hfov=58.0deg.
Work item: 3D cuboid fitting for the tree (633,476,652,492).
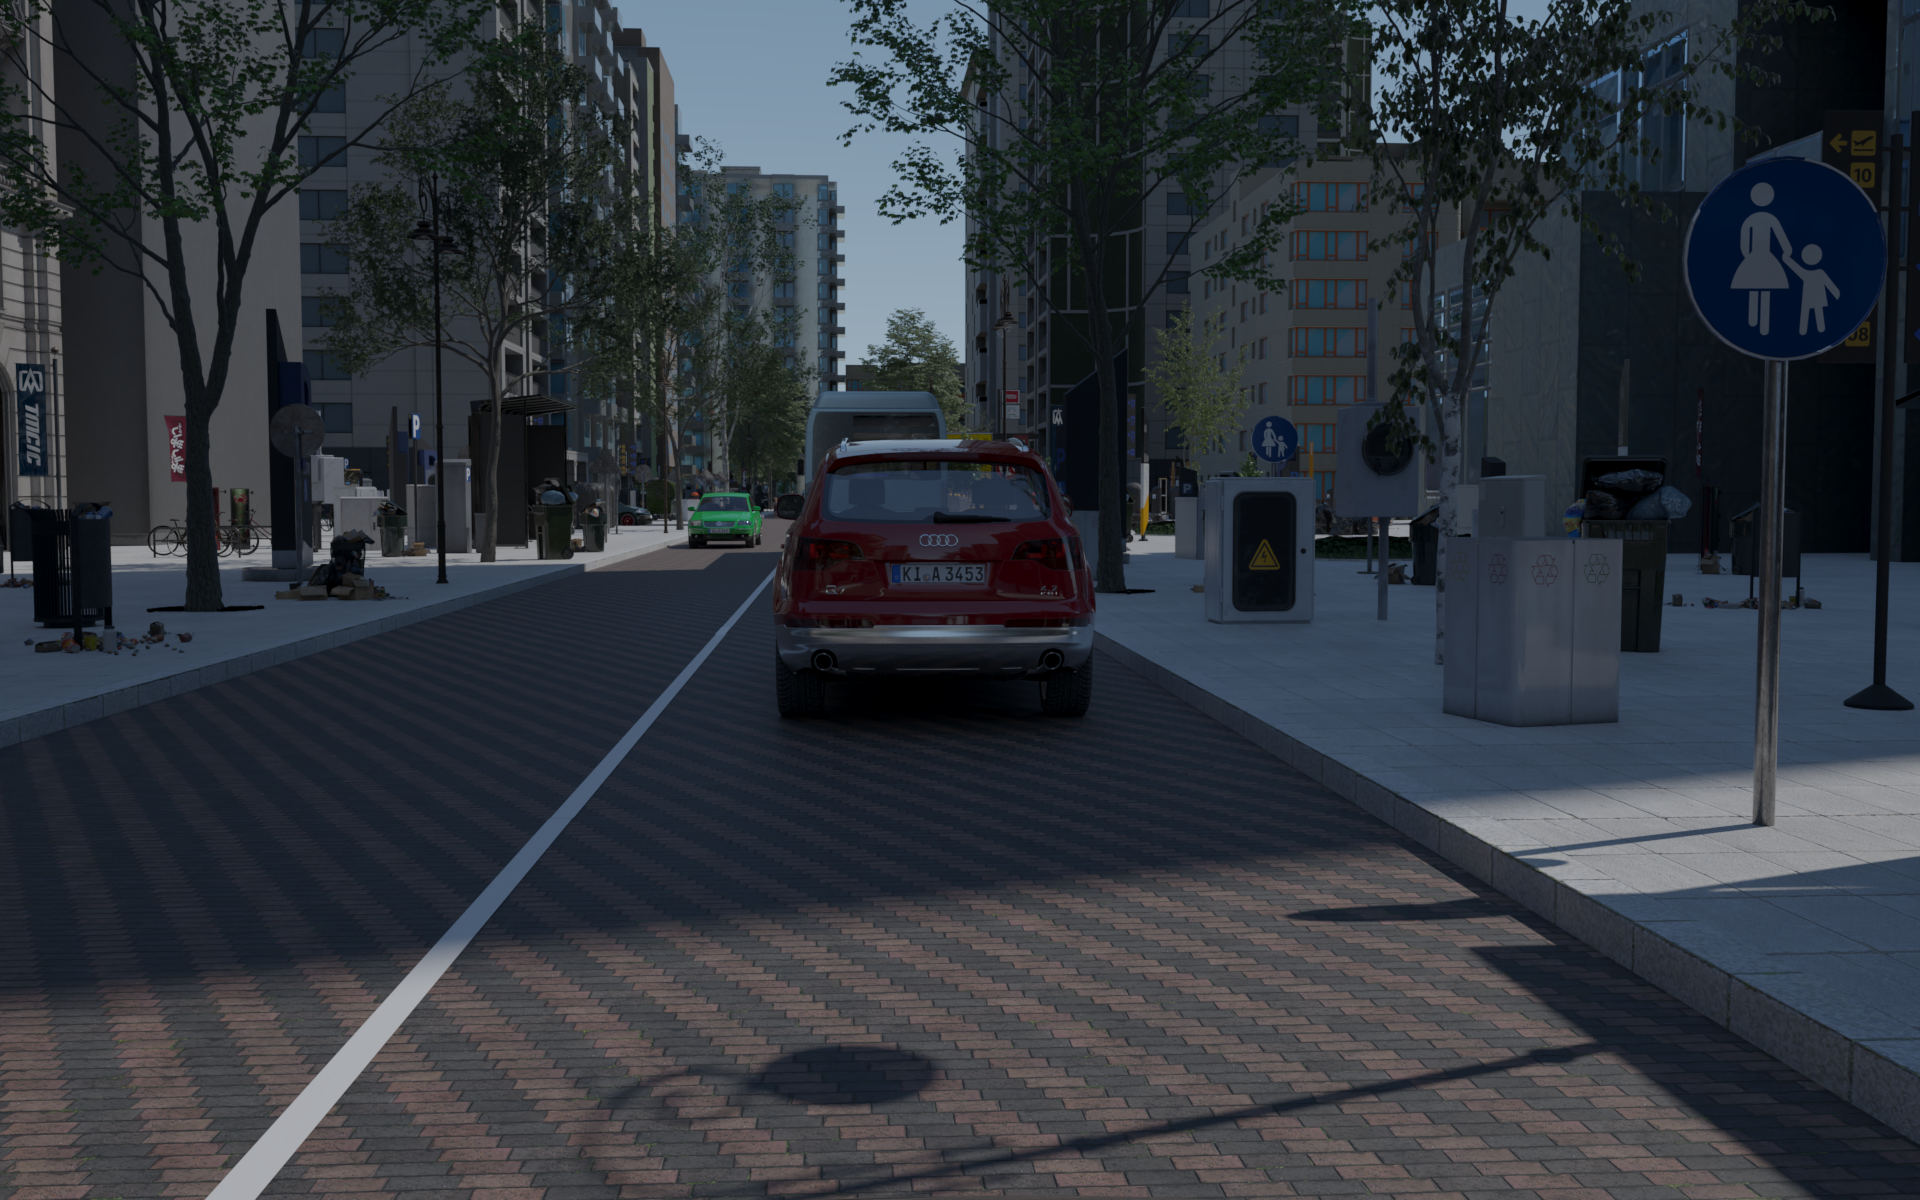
[{"bbox_3d":[-23.981,-8.416,132.206,1.663,3.219,1.824,0,3,0],"label":"tree"}]

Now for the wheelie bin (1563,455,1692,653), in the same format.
[{"bbox_3d":[5.473,-0.386,14.216,0.980,1.594,0.693,1,4,14],"label":"wheelie bin"}]

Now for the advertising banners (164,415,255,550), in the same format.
[{"bbox_3d":[-16.974,-2.630,39.185,0.090,3.025,2.074,3,4,37],"label":"advertising banners"}]

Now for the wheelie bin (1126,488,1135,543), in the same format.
[{"bbox_3d":[4.169,-2.304,45.584,0.693,1.594,0.980,-2,4,-27],"label":"wheelie bin"}]

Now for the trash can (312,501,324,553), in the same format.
[{"bbox_3d":[-14.324,-1.610,37.976,0.748,1.137,0.748,0,3,0],"label":"trash can"}]

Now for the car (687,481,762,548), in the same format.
[{"bbox_3d":[-6.401,-2.359,47.365,1.959,1.807,4.718,0,4,-3],"label":"car"}]

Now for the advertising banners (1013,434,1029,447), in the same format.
[{"bbox_3d":[2.429,-3.312,50.347,2.074,3.025,0.090,2,4,33],"label":"advertising banners"}]

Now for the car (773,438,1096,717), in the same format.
[{"bbox_3d":[-0.240,-0.246,12.693,2.281,1.827,5.304,0,4,-3],"label":"car"}]

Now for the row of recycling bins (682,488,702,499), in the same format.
[{"bbox_3d":[-18.965,-7.075,122.786,1.069,1.692,3.534,1,4,13],"label":"row of recycling bins"}]

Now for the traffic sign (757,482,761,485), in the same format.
[{"bbox_3d":[-16.280,-8.486,139.928,0.795,2.450,0.064,0,4,2],"label":"traffic sign"}]

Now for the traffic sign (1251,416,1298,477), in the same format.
[{"bbox_3d":[5.110,-1.720,28.227,0.768,2.556,0.104,0,4,1],"label":"traffic sign"}]

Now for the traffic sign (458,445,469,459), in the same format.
[{"bbox_3d":[-12.388,-2.687,44.038,0.768,2.556,0.104,0,4,3],"label":"traffic sign"}]

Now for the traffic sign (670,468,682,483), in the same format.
[{"bbox_3d":[-14.334,-5.292,86.525,0.884,2.594,0.081,0,4,-3],"label":"traffic sign"}]

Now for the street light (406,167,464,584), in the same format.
[{"bbox_3d":[-7.430,-3.174,24.683,0.468,5.910,1.993,0,4,-4],"label":"street light"}]

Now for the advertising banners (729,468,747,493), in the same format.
[{"bbox_3d":[-14.700,-7.207,114.019,0.090,3.025,2.074,2,4,35],"label":"advertising banners"}]

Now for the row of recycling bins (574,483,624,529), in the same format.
[{"bbox_3d":[-13.570,-3.512,64.531,1.069,1.692,3.534,0,4,2],"label":"row of recycling bins"}]

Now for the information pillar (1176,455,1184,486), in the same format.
[{"bbox_3d":[13.257,-6.922,104.527,0.504,3.616,0.183,1,4,9],"label":"information pillar"}]

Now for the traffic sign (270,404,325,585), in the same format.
[{"bbox_3d":[-9.345,-1.489,24.449,0.768,2.556,0.104,0,4,-2],"label":"traffic sign"}]

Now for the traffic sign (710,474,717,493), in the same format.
[{"bbox_3d":[-15.415,-6.642,108.694,0.768,2.556,0.104,0,4,3],"label":"traffic sign"}]

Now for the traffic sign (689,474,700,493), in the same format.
[{"bbox_3d":[-17.022,-6.807,111.395,0.768,2.556,0.104,0,4,2],"label":"traffic sign"}]

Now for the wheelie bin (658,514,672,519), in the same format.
[{"bbox_3d":[-15.063,-4.940,88.683,0.980,1.594,0.693,1,4,23],"label":"wheelie bin"}]

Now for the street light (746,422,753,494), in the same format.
[{"bbox_3d":[-13.156,-8.281,108.174,0.468,5.910,1.993,0,4,-4],"label":"street light"}]

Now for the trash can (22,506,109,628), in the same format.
[{"bbox_3d":[-8.615,-0.310,16.724,0.748,1.137,0.748,0,3,0],"label":"trash can"}]

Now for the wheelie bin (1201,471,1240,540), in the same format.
[{"bbox_3d":[3.724,-0.984,23.989,0.693,1.594,0.980,-1,4,-11],"label":"wheelie bin"}]

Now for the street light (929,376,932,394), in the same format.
[{"bbox_3d":[-1.143,-5.827,68.065,0.468,5.910,1.993,0,4,-4],"label":"street light"}]

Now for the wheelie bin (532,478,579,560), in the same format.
[{"bbox_3d":[-7.965,-1.591,33.928,0.693,1.594,0.980,-3,4,-36],"label":"wheelie bin"}]

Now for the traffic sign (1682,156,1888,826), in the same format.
[{"bbox_3d":[3.121,-0.400,6.648,0.768,2.556,0.104,0,4,1],"label":"traffic sign"}]

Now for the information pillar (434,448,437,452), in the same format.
[{"bbox_3d":[-24.594,-5.514,81.508,0.504,3.616,0.183,2,4,26],"label":"information pillar"}]

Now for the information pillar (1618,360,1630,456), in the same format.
[{"bbox_3d":[11.662,-2.393,30.476,0.183,3.616,0.504,1,4,12],"label":"information pillar"}]

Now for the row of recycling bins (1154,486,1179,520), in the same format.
[{"bbox_3d":[10.558,-4.933,87.770,3.534,1.692,1.069,1,4,10],"label":"row of recycling bins"}]

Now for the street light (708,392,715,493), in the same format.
[{"bbox_3d":[-10.995,-6.353,76.664,0.468,5.910,1.993,0,4,-4],"label":"street light"}]

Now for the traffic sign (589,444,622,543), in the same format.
[{"bbox_3d":[-9.279,-2.772,45.334,0.884,2.594,0.081,0,4,1],"label":"traffic sign"}]

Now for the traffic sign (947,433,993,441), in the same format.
[{"bbox_3d":[-0.038,-3.888,57.443,2.265,3.308,0.079,0,4,5],"label":"traffic sign"}]

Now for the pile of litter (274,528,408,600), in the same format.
[{"bbox_3d":[-7.605,-0.443,21.209,1.719,0.858,1.176,2,4,31],"label":"pile of litter"}]

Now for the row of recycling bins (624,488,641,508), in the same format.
[{"bbox_3d":[-22.426,-6.749,117.456,1.069,1.692,3.534,-1,4,-22],"label":"row of recycling bins"}]

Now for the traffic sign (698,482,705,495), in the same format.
[{"bbox_3d":[-15.830,-6.544,107.100,0.768,2.556,0.104,0,4,-1],"label":"traffic sign"}]

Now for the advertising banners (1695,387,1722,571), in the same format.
[{"bbox_3d":[12.577,-2.016,29.151,0.090,3.025,2.074,2,4,34],"label":"advertising banners"}]

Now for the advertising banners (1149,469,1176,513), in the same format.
[{"bbox_3d":[13.769,-7.437,117.785,2.074,3.025,0.090,1,4,22],"label":"advertising banners"}]

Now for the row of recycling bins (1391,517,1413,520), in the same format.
[{"bbox_3d":[21.119,-4.741,84.628,3.534,1.692,1.069,-3,5,-40],"label":"row of recycling bins"}]

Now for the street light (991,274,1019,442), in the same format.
[{"bbox_3d":[0.939,-3.900,36.549,0.468,5.910,1.993,0,4,-4],"label":"street light"}]

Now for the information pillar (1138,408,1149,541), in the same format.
[{"bbox_3d":[5.027,-3.412,47.144,0.183,3.616,0.504,1,4,23],"label":"information pillar"}]

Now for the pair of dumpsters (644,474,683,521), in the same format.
[{"bbox_3d":[-14.311,-4.951,83.444,1.574,2.255,4.437,0,4,-4],"label":"pair of dumpsters"}]

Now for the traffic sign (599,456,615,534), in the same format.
[{"bbox_3d":[-11.377,-3.419,56.004,0.768,2.556,0.104,0,4,-4],"label":"traffic sign"}]

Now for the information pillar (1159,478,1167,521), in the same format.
[{"bbox_3d":[9.419,-4.650,80.512,0.304,2.012,0.304,-1,4,-9],"label":"information pillar"}]

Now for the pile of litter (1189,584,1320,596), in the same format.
[{"bbox_3d":[3.757,-0.514,22.365,1.176,0.858,1.719,-2,4,-33],"label":"pile of litter"}]

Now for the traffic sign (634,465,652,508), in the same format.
[{"bbox_3d":[-13.692,-4.567,74.778,0.768,2.556,0.104,0,4,6],"label":"traffic sign"}]

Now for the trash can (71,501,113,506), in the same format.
[{"bbox_3d":[-17.374,-1.409,34.691,0.748,1.137,0.748,0,3,0],"label":"trash can"}]

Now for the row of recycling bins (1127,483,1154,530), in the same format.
[{"bbox_3d":[5.130,-3.333,61.609,3.534,1.692,1.069,-3,4,-36],"label":"row of recycling bins"}]

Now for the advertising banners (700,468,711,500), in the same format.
[{"bbox_3d":[-16.631,-7.189,113.731,0.090,3.025,2.074,1,4,14],"label":"advertising banners"}]

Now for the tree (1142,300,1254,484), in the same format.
[{"bbox_3d":[9.065,-7.108,66.578,4.737,8.622,4.395,0,3,0],"label":"tree"}]

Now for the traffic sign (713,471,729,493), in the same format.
[{"bbox_3d":[-10.512,-4.422,75.945,0.795,2.450,0.064,0,4,-4],"label":"traffic sign"}]

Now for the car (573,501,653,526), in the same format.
[{"bbox_3d":[-14.974,-3.822,72.271,4.222,1.686,2.009,0,4,-2],"label":"car"}]

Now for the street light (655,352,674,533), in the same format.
[{"bbox_3d":[-9.606,-5.113,56.385,0.468,5.910,1.993,0,4,-4],"label":"street light"}]

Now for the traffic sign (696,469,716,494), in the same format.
[{"bbox_3d":[-9.971,-3.935,67.978,0.795,2.450,0.064,0,4,-4],"label":"traffic sign"}]

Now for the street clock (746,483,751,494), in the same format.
[{"bbox_3d":[-14.318,-6.887,117.172,0.358,2.002,0.471,-3,4,-38],"label":"street clock"}]

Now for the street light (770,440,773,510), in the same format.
[{"bbox_3d":[-15.307,-10.227,140.002,0.468,5.910,1.993,0,4,-4],"label":"street light"}]
